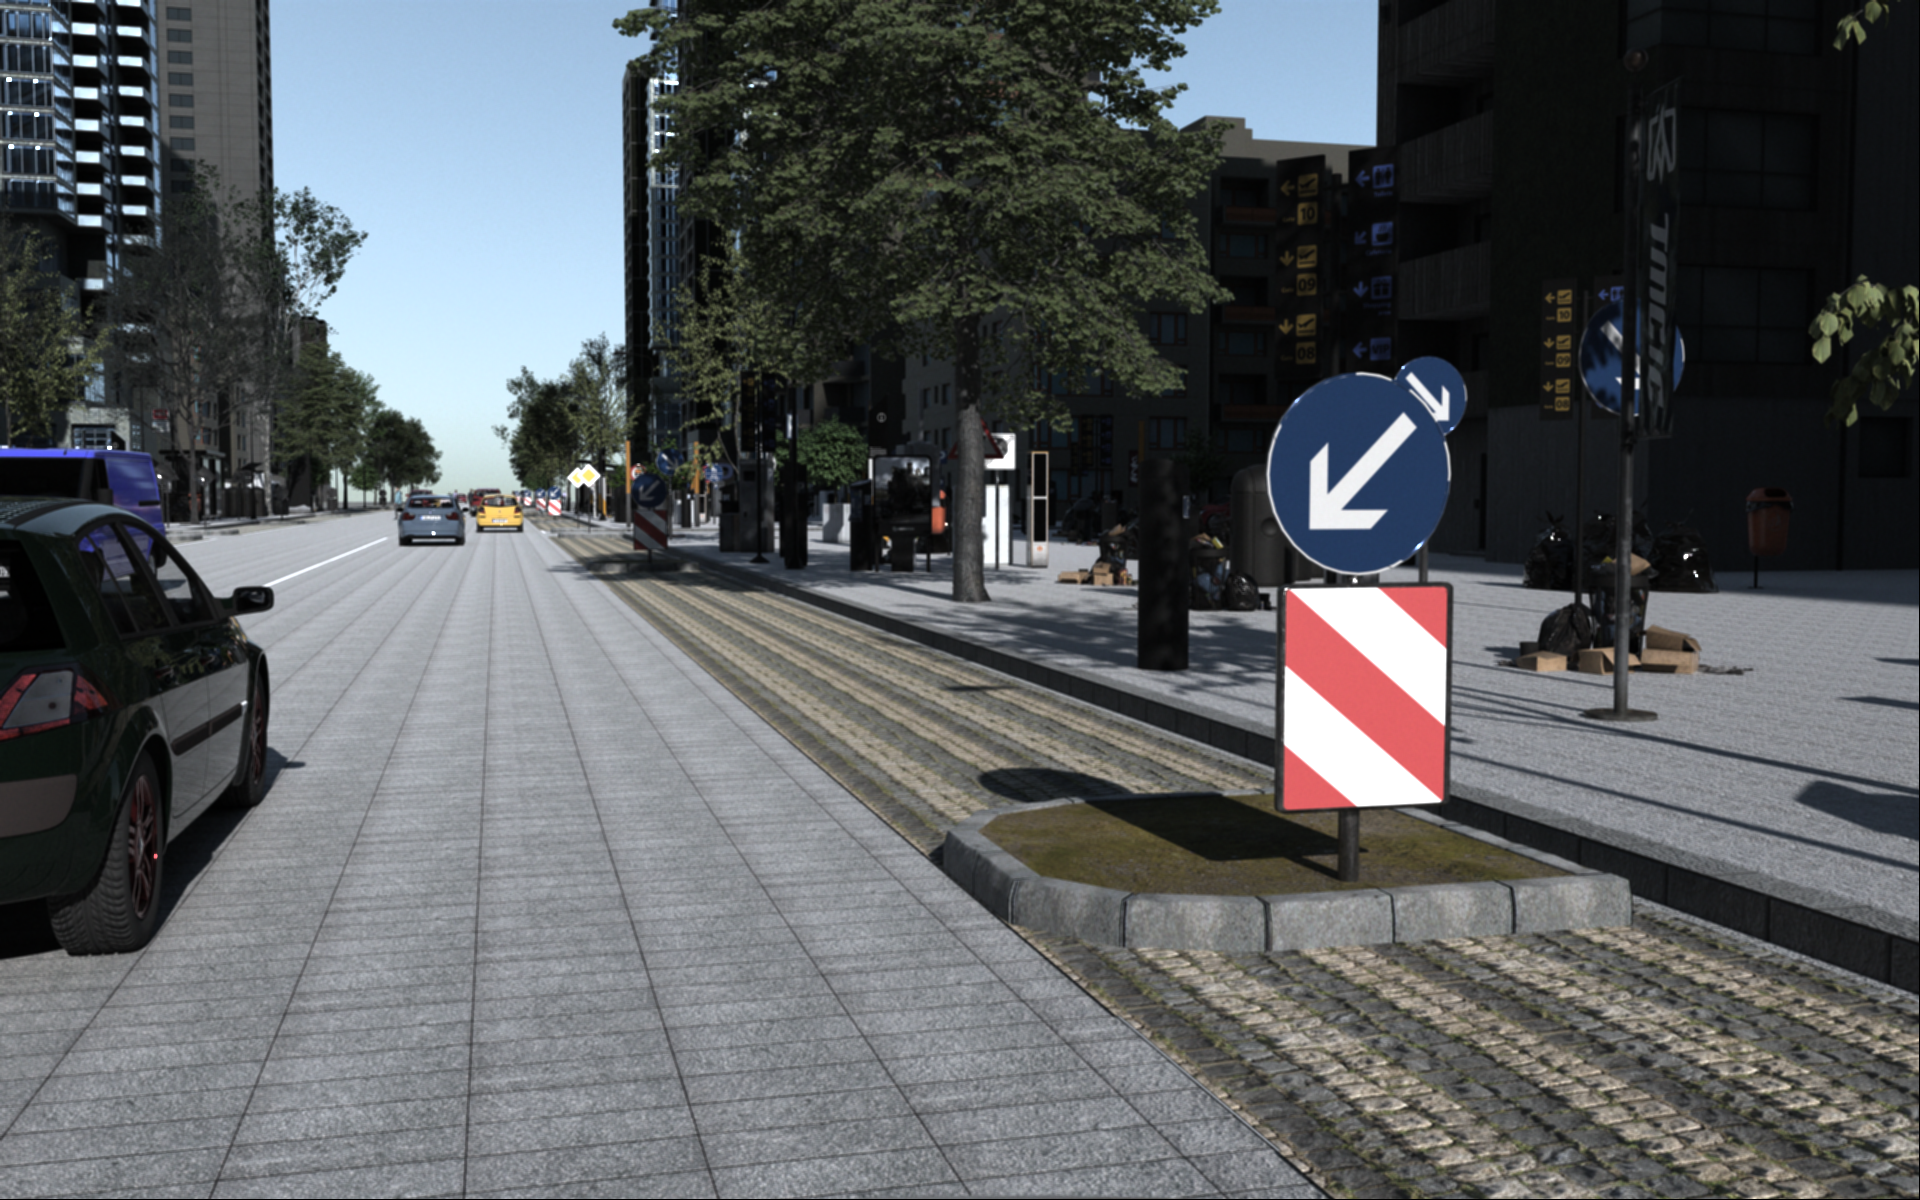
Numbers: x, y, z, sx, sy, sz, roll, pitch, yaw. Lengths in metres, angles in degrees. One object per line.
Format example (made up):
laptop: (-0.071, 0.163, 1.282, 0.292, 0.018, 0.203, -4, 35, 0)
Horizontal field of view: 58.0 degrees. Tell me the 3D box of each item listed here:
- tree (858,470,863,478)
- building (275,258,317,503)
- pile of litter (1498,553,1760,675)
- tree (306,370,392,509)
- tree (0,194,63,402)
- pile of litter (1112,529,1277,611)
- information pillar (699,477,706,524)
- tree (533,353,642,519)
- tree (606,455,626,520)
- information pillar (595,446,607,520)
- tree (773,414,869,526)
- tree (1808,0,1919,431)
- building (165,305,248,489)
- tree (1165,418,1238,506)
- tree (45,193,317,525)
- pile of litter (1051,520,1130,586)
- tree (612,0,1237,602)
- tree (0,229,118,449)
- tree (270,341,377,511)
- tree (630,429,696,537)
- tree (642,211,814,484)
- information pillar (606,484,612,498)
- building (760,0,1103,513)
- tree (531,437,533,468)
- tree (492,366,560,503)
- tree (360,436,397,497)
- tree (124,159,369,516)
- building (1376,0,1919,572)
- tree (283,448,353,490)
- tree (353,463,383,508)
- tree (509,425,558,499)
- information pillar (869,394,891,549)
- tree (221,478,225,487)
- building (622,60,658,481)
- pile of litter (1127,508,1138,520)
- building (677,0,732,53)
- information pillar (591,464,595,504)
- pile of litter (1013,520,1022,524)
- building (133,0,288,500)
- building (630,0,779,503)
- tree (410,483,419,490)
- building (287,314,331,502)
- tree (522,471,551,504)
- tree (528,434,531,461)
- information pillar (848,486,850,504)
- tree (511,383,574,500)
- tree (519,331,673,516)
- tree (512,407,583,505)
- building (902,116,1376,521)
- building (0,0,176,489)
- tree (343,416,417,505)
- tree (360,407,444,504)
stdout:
tree: (-6.287, -6.862, 106.797, 1.663, 3.219, 1.824, 0, 3, 0)
building: (-112.076, -34.326, 253.111, 32.217, 40.220, 23.993, -1, 4, -15)
pile of litter: (4.881, 0.079, 12.672, 1.719, 0.858, 1.176, 2, 4, 31)
tree: (-51.312, -13.385, 144.603, 9.928, 11.665, 9.643, 0, 3, 0)
tree: (-23.943, -5.603, 41.964, 4.360, 8.622, 3.978, 0, 3, 0)
pile of litter: (2.706, -0.328, 19.336, 1.719, 0.858, 1.176, 1, 4, 19)
information pillar: (-11.042, -4.262, 74.175, 0.304, 2.012, 0.304, 0, 4, -5)
tree: (-18.952, -8.584, 90.704, 4.737, 8.622, 4.395, 0, 3, 0)
tree: (-16.849, -5.603, 86.212, 1.663, 3.219, 1.824, 0, 3, 0)
information pillar: (-17.494, -5.708, 84.682, 0.183, 3.616, 0.504, 2, 4, 26)
tree: (-4.904, -5.215, 68.980, 4.285, 4.588, 4.351, 0, 3, 0)
tree: (4.431, -3.411, 6.136, 4.737, 8.622, 4.395, 0, 3, 0)
building: (-86.982, -19.901, 170.422, 27.650, 21.520, 28.899, -1, 4, -15)
tree: (5.952, -3.028, 44.112, 1.663, 3.219, 1.824, 0, 3, 0)
tree: (-32.053, -9.875, 71.832, 12.009, 13.543, 11.850, 0, 3, 0)
pile of litter: (1.995, -0.663, 24.807, 1.176, 0.858, 1.719, 0, 4, -4)
tree: (-0.283, -6.246, 20.251, 7.486, 12.596, 7.792, 0, 3, 0)
tree: (-25.793, -5.945, 47.568, 4.737, 8.622, 4.395, 0, 3, 0)
tree: (-47.243, -12.877, 128.663, 7.486, 12.596, 7.792, 0, 3, 0)
tree: (-8.646, -3.501, 51.847, 1.663, 3.219, 1.824, 0, 3, 0)
tree: (-5.405, -5.629, 42.402, 4.737, 8.622, 4.395, 0, 3, 0)
information pillar: (-24.399, -7.096, 120.512, 0.304, 2.012, 0.304, 1, 4, 12)
building: (-2.610, -28.792, 125.368, 22.147, 44.769, 28.867, -1, 4, -15)
tree: (-32.973, -11.937, 145.536, 4.737, 8.622, 4.395, 0, 3, 0)
tree: (-62.188, -24.370, 254.338, 12.611, 20.169, 13.585, 0, 3, 0)
tree: (-67.756, -15.367, 201.620, 4.360, 8.622, 3.978, 0, 3, 0)
tree: (-40.924, -14.890, 99.337, 12.611, 20.169, 13.585, 0, 3, 0)
building: (16.179, -16.146, 35.685, 14.160, 30.474, 14.107, -1, 4, -15)
tree: (-45.790, -8.418, 121.344, 4.285, 4.588, 4.351, 0, 3, 0)
tree: (-56.447, -11.051, 164.390, 4.285, 4.588, 4.351, 0, 3, 0)
tree: (-67.660, -22.594, 276.069, 9.857, 13.997, 8.962, 0, 3, 0)
information pillar: (-1.887, -3.007, 40.525, 0.504, 3.616, 0.183, 1, 4, 17)
tree: (-48.901, -7.299, 113.940, 1.663, 3.219, 1.824, 0, 3, 0)
building: (-46.640, -51.901, 286.830, 20.563, 71.187, 20.611, -1, 4, -15)
pile of litter: (5.630, -2.424, 53.595, 1.176, 0.858, 1.719, 1, 4, 19)
building: (-22.115, -46.119, 192.292, 20.563, 71.187, 20.611, -1, 4, -15)
information pillar: (-24.729, -7.687, 117.041, 0.504, 3.616, 0.183, -3, 5, -44)
pile of litter: (1.950, -3.680, 74.132, 1.176, 0.858, 1.719, -2, 4, -31)
building: (-100.552, -48.498, 231.195, 20.563, 71.187, 20.611, -1, 4, -15)
building: (-38.409, -58.026, 261.402, 22.319, 86.520, 31.000, -1, 4, -15)
tree: (-88.660, -20.210, 280.802, 4.737, 8.622, 4.395, 0, 3, 0)
building: (-108.211, -30.773, 274.841, 14.160, 30.474, 14.107, -1, 4, -15)
tree: (-56.463, -15.368, 234.974, 4.285, 4.588, 4.351, 0, 3, 0)
tree: (-39.462, -13.257, 167.107, 4.737, 8.622, 4.395, 0, 3, 0)
information pillar: (-5.044, -5.340, 78.661, 0.183, 3.616, 0.504, 0, 4, -1)
tree: (-42.128, -15.854, 177.337, 7.486, 12.596, 7.792, 0, 3, 0)
tree: (-21.040, -10.111, 99.735, 8.767, 10.594, 7.601, -1, 4, -19)
tree: (-46.190, -16.452, 194.742, 9.928, 11.665, 9.643, 0, 3, 0)
building: (13.922, -15.486, 98.238, 28.899, 21.520, 27.650, -1, 4, -15)
building: (-77.058, -50.585, 139.738, 22.319, 86.520, 31.000, -1, 4, -15)
tree: (-65.429, -15.866, 193.823, 7.601, 10.594, 8.767, 3, 5, 45)
tree: (-74.609, -19.005, 227.734, 9.611, 12.733, 9.660, 0, 3, 0)
